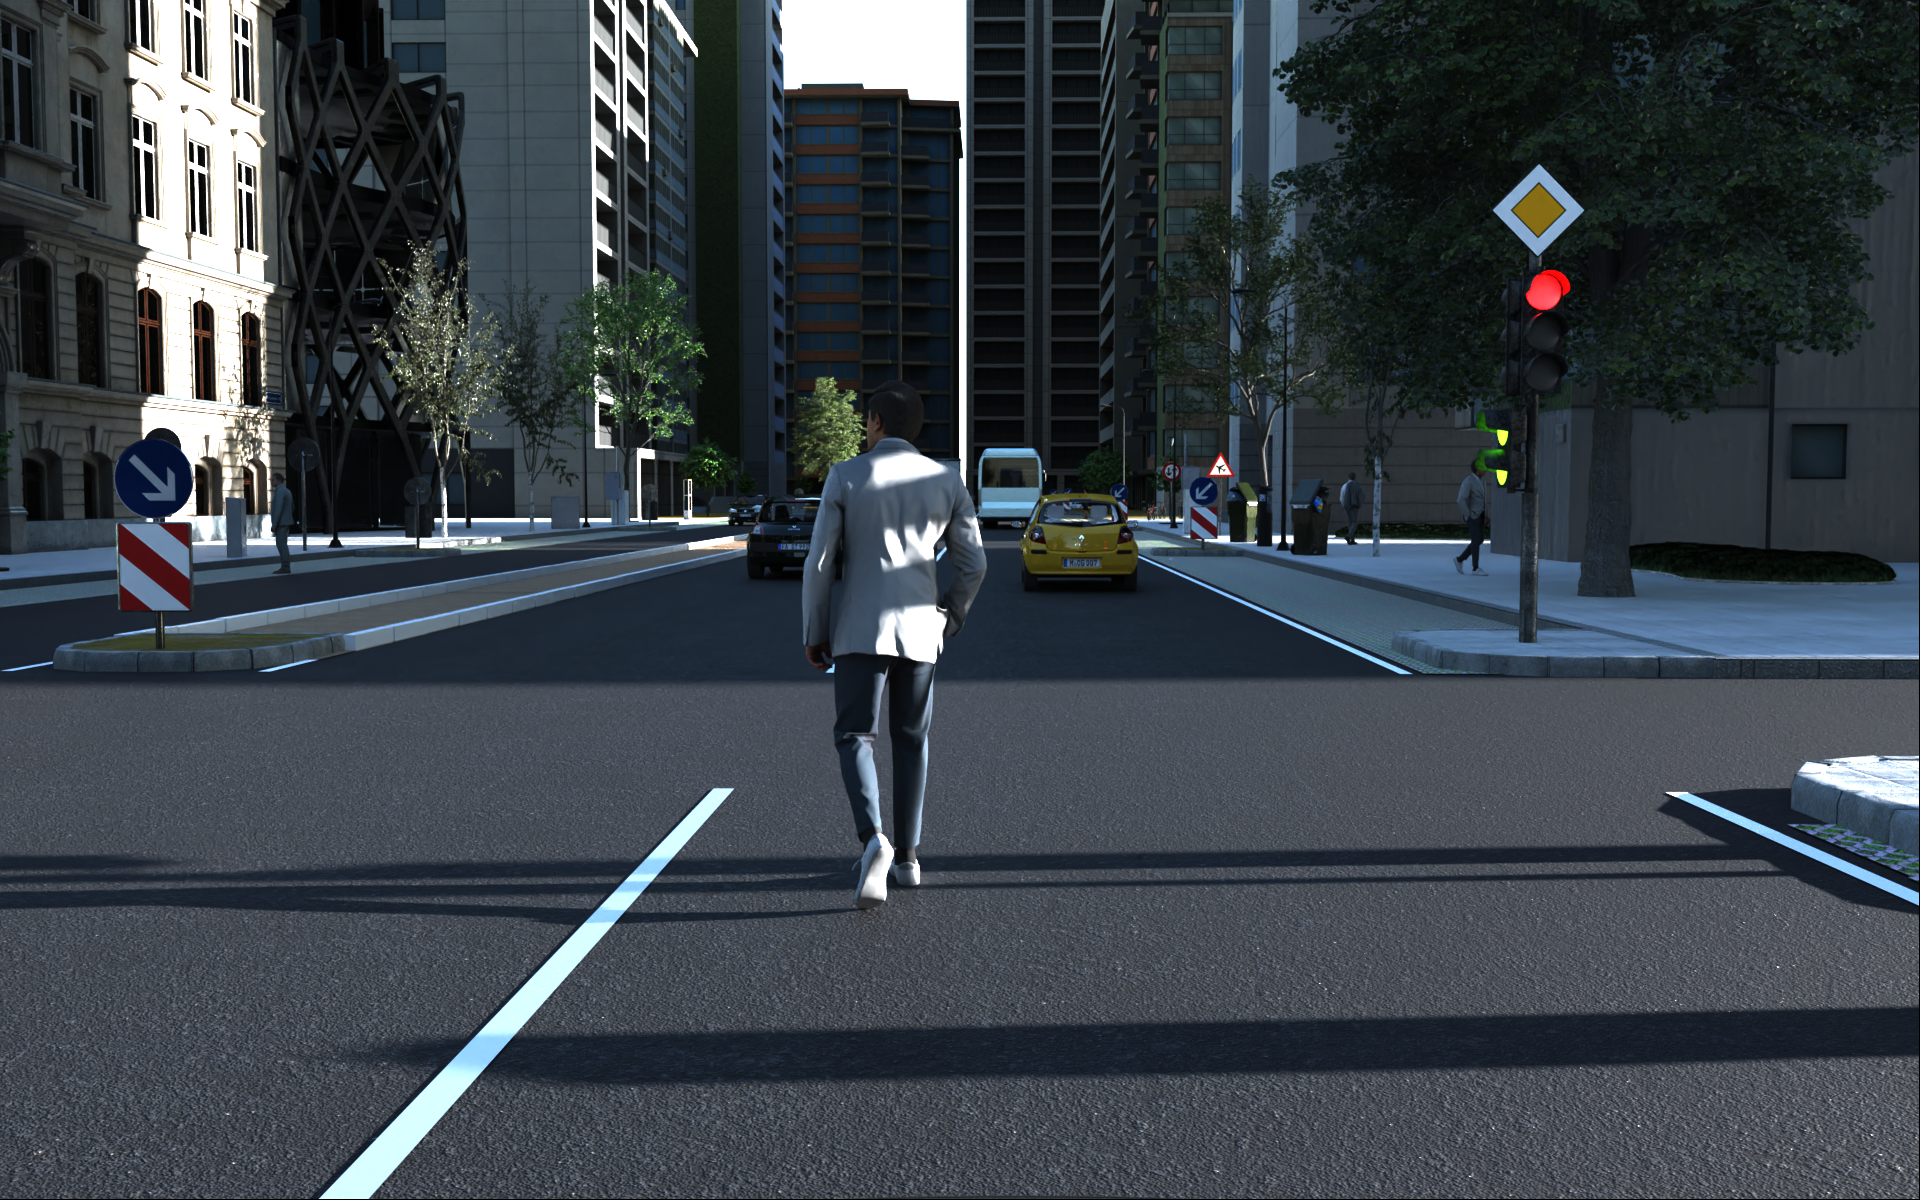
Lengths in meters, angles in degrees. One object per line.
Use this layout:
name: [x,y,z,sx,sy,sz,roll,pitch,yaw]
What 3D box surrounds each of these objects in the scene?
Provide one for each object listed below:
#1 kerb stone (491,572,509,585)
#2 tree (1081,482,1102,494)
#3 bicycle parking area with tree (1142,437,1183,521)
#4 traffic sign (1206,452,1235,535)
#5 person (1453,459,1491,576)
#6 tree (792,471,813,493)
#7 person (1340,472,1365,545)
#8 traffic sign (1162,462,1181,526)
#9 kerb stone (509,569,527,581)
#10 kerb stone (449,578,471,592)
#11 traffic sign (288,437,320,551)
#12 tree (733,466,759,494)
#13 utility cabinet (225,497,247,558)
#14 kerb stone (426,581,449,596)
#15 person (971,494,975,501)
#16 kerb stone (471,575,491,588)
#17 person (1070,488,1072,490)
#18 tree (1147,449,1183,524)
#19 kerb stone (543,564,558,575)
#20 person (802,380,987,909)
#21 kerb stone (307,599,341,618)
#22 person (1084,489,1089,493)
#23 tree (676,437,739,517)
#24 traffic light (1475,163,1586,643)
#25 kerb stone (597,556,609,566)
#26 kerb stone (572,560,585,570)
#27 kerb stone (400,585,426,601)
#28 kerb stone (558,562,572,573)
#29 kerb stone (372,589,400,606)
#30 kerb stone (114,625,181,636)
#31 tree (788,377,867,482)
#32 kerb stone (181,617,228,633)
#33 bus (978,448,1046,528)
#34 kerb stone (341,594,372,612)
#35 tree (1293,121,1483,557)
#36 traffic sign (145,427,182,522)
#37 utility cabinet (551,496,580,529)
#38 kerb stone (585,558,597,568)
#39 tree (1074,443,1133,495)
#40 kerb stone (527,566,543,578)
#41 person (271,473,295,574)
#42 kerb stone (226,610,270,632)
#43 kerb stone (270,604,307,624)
kerb stone: [-7.418,-0.328,27.570,0.120,0.150,1.000,0,4,1]
tree: [10.432,-8.623,135.595,1.663,3.219,1.824,0,3,0]
bicycle parking area with tree: [13.174,-6.084,86.470,8.231,4.147,9.016,2,4,23]
traffic sign: [8.090,-3.291,53.811,0.884,2.594,0.081,0,4,7]
person: [8.104,-1.321,27.489,0.661,1.843,0.795,-3,4,-38]
tree: [-13.094,-9.267,146.112,1.663,3.219,1.824,0,3,0]
person: [9.895,-2.293,43.633,0.679,1.850,0.850,3,4,37]
traffic sign: [8.370,-4.183,68.491,0.768,2.556,0.104,1,4,9]
kerb stone: [-7.393,-0.392,28.599,0.120,0.150,1.000,0,4,1]
kerb stone: [-7.454,-0.204,25.524,0.120,0.150,1.000,0,4,1]
traffic sign: [-14.790,-2.381,39.028,0.768,2.556,0.104,1,4,8]
tree: [-14.366,-7.372,115.137,1.663,3.219,1.824,0,3,0]
utility cabinet: [-14.783,-1.483,35.411,0.306,1.237,1.020,-1,4,-17]
kerb stone: [-7.480,-0.139,24.501,0.120,0.150,1.000,0,4,1]
person: [0.918,-7.443,133.374,0.799,1.438,0.628,1,4,20]
kerb stone: [-7.442,-0.266,26.547,0.120,0.150,1.000,0,4,1]
person: [9.793,-8.987,153.059,0.705,1.814,1.350,1,4,11]
tree: [9.049,-4.857,74.017,1.663,3.219,1.824,0,3,0]
kerb stone: [-7.350,-0.517,30.648,0.120,0.150,1.000,0,4,1]
person: [-0.225,0.133,6.180,0.661,1.843,0.795,-1,4,-12]
kerb stone: [-7.571,0.111,20.401,0.120,0.150,1.000,0,4,1]
person: [7.168,-5.538,99.835,0.721,1.735,1.217,1,4,21]
tree: [-14.325,-6.976,97.776,4.285,4.588,4.351,0,3,0]
traffic light: [4.896,-1.588,14.878,0.839,4.253,0.868,0,4,1]
kerb stone: [-7.260,-0.767,34.736,0.120,0.150,1.000,0,4,1]
kerb stone: [-7.305,-0.642,32.692,0.120,0.150,1.000,0,4,1]
kerb stone: [-7.505,-0.078,23.477,0.120,0.150,1.000,0,4,1]
kerb stone: [-7.326,-0.574,31.670,0.120,0.150,1.000,0,4,1]
kerb stone: [-7.524,-0.016,22.455,0.120,0.150,1.000,0,4,1]
kerb stone: [-7.651,0.360,16.304,0.120,0.150,1.000,0,4,1]
tree: [-12.776,-15.270,167.795,7.486,12.596,7.792,0,3,0]
kerb stone: [-7.635,0.307,17.326,0.120,0.150,1.000,0,4,1]
bus: [2.322,-4.973,76.161,2.948,3.499,13.247,0,4,3]
kerb stone: [-7.541,0.047,21.422,0.120,0.150,1.000,0,4,1]
tree: [8.770,-5.195,35.302,4.360,8.622,3.978,0,3,0]
traffic sign: [-15.255,-2.019,33.119,0.768,2.556,0.104,0,4,4]
utility cabinet: [-14.544,-3.221,63.832,1.020,1.237,0.306,-1,4,-13]
kerb stone: [-7.286,-0.697,33.714,0.120,0.150,1.000,0,4,1]
tree: [9.592,-7.851,112.076,4.285,4.588,4.351,0,3,0]
kerb stone: [-7.371,-0.450,29.622,0.120,0.150,1.000,0,4,1]
person: [-12.142,-1.370,31.007,0.391,1.810,0.635,-1,4,-14]
kerb stone: [-7.609,0.235,18.351,0.120,0.150,1.000,0,4,1]
kerb stone: [-7.593,0.172,19.379,0.120,0.150,1.000,0,4,1]
